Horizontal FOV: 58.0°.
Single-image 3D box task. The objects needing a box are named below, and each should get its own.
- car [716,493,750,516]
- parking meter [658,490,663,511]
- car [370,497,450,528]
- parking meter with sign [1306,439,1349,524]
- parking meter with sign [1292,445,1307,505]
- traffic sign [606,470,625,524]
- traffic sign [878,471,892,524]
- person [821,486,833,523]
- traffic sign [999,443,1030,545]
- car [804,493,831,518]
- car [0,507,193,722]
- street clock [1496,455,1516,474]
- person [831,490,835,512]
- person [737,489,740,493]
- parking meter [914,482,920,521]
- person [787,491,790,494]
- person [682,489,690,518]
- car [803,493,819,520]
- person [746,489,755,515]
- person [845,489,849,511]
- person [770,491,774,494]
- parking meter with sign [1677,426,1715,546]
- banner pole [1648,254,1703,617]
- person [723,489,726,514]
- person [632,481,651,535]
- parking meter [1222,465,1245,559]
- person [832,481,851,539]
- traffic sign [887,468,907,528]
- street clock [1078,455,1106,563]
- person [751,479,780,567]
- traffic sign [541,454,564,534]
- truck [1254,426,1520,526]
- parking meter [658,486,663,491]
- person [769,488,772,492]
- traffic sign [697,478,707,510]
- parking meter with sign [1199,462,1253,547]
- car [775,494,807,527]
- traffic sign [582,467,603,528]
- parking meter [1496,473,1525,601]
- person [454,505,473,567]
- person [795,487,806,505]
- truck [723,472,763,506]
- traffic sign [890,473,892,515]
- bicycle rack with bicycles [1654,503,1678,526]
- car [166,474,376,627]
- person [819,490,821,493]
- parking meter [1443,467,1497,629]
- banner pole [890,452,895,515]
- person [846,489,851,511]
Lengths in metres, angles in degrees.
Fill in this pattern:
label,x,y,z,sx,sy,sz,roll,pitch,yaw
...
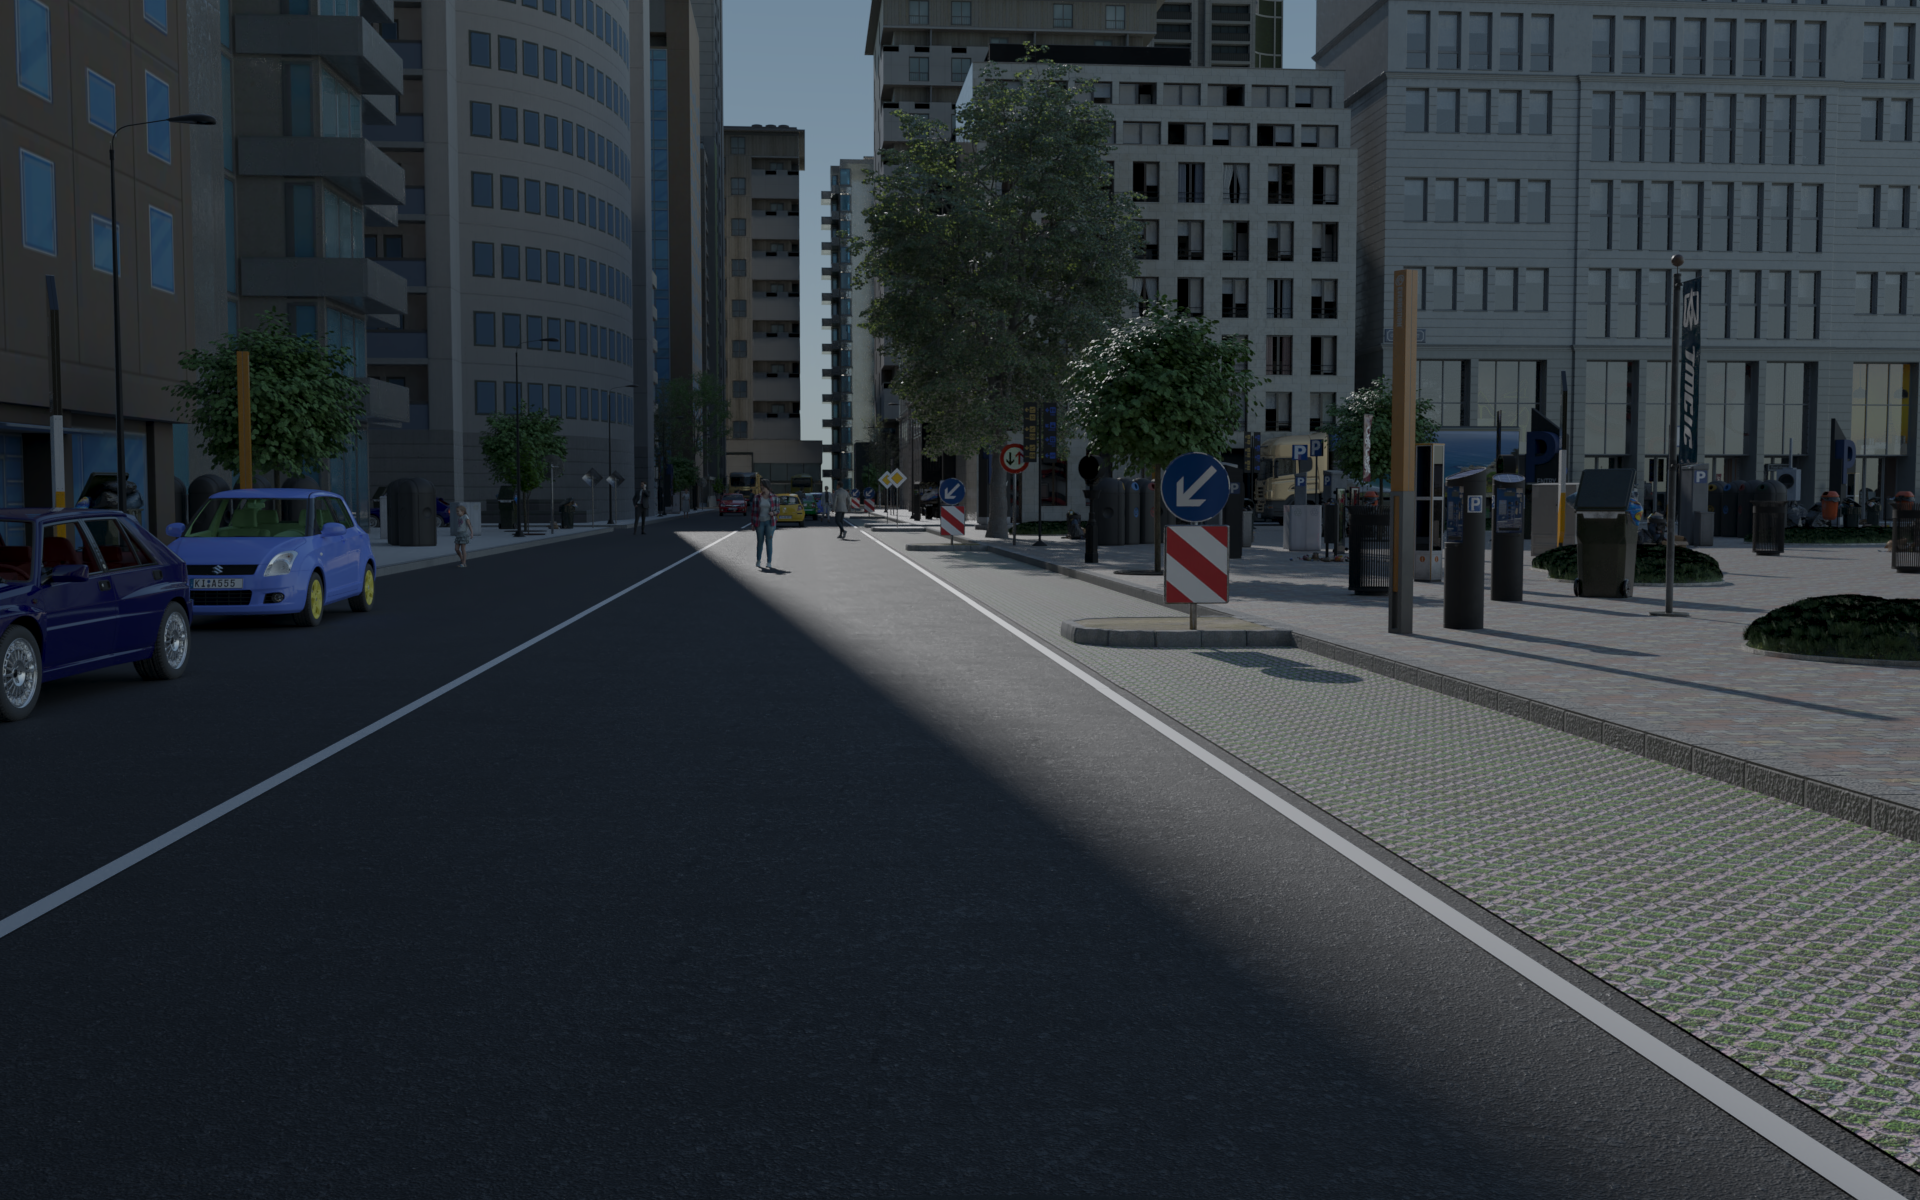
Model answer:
label,x,y,z,sx,sy,sz,roll,pitch,yaw
car,-14.926,-6.413,113.896,2.155,1.783,4.494,0,4,-7
parking meter,-19.857,-6.508,114.817,0.372,1.533,0.369,0,3,0
car,-22.271,-3.490,69.640,3.894,1.354,1.945,0,4,-7
parking meter with sign,12.039,-3.622,55.488,1.738,3.016,0.543,-2,4,-31
parking meter with sign,11.807,-3.909,60.176,0.543,3.016,1.738,1,4,10
traffic sign,-14.573,-4.262,73.319,0.795,2.450,0.064,0,4,-5
traffic sign,-3.122,-4.323,74.319,0.795,2.450,0.064,0,4,-5
person,-6.597,-4.704,85.297,0.514,1.842,0.818,-2,4,-31
traffic sign,1.361,-2.636,43.208,0.768,2.556,0.104,0,4,-3
car,-8.816,-5.892,105.920,1.945,1.707,3.694,0,4,-5
car,-6.848,0.031,12.072,1.945,1.354,3.894,0,4,-3
street clock,10.020,-1.667,31.828,0.358,2.002,0.471,0,4,0
person,-10.168,-7.948,138.722,0.678,1.792,0.850,-2,4,-33
person,-17.332,-7.750,135.308,0.391,1.810,0.635,-1,4,-19
parking meter,-2.055,-4.721,82.901,0.255,1.863,0.399,1,4,9
person,-17.800,-10.366,178.509,0.721,1.766,1.217,-2,4,-27
person,-16.099,-5.677,101.895,0.480,1.755,0.524,-2,4,-29
car,-8.736,-5.295,95.372,1.959,1.807,4.718,0,4,-5
person,-14.448,-6.808,120.158,0.721,1.781,0.623,0,4,7
person,-9.089,-7.884,137.505,0.767,1.812,0.694,-1,4,-10
person,-10.540,-5.326,97.398,0.330,1.601,0.589,0,4,0
parking meter with sign,18.376,-2.881,43.357,0.543,3.016,1.738,0,4,0
banner pole,7.486,-1.709,17.955,0.401,3.779,0.863,0,4,1
person,-16.684,-6.912,122.081,0.524,1.755,0.480,0,4,-2
person,-11.301,-3.281,61.502,0.648,1.900,0.474,-1,4,-16
parking meter,5.438,-1.759,34.478,0.399,1.863,0.255,0,4,-6
person,-3.784,-2.893,55.641,0.661,1.843,0.795,-3,5,-39
traffic sign,-2.411,-3.836,66.366,0.795,2.450,0.064,0,4,-5
street clock,2.449,-1.690,32.199,0.471,2.002,0.358,3,4,37
person,-3.810,-1.505,33.948,0.563,1.720,0.643,0,4,0
traffic sign,-13.105,-3.395,55.611,0.768,2.556,0.104,0,4,-3
truck,17.393,-5.099,72.289,11.283,4.237,2.839,0,4,-4
parking meter,-21.658,-7.323,125.435,0.399,1.863,0.255,1,4,9
person,-12.082,-6.217,110.023,0.818,1.842,0.514,-1,4,-18
traffic sign,-20.334,-8.353,136.682,0.768,2.556,0.104,0,4,-4
parking meter with sign,6.277,-2.756,41.316,1.738,3.016,0.543,-3,5,-42
car,-7.762,-4.065,76.694,2.015,1.641,3.980,0,4,-6
traffic sign,-13.861,-3.775,65.366,0.795,2.450,0.064,0,4,-5
parking meter,6.586,-0.759,20.826,0.372,1.533,0.369,0,3,0
person,-9.730,-1.259,34.100,0.505,1.210,0.382,2,4,33
person,-8.198,-4.898,88.765,0.592,1.802,0.473,3,4,36
truck,-19.270,-9.765,155.583,3.469,3.379,9.791,0,4,-4
traffic sign,-4.214,-6.450,105.559,0.768,2.556,0.104,0,4,-5
bicycle rack with bicycles,27.967,-3.209,65.857,2.852,0.926,2.925,0,4,2
car,-7.893,-0.621,19.743,1.945,1.707,3.694,0,4,-6
person,-15.710,-11.387,194.545,0.709,1.838,0.599,1,4,10
parking meter,4.819,-0.497,16.537,0.372,1.533,0.369,0,3,0
banner pole,-4.041,-6.946,103.580,0.401,3.779,0.863,1,4,15
person,-8.355,-7.327,128.577,0.850,1.792,0.678,-2,4,-34
